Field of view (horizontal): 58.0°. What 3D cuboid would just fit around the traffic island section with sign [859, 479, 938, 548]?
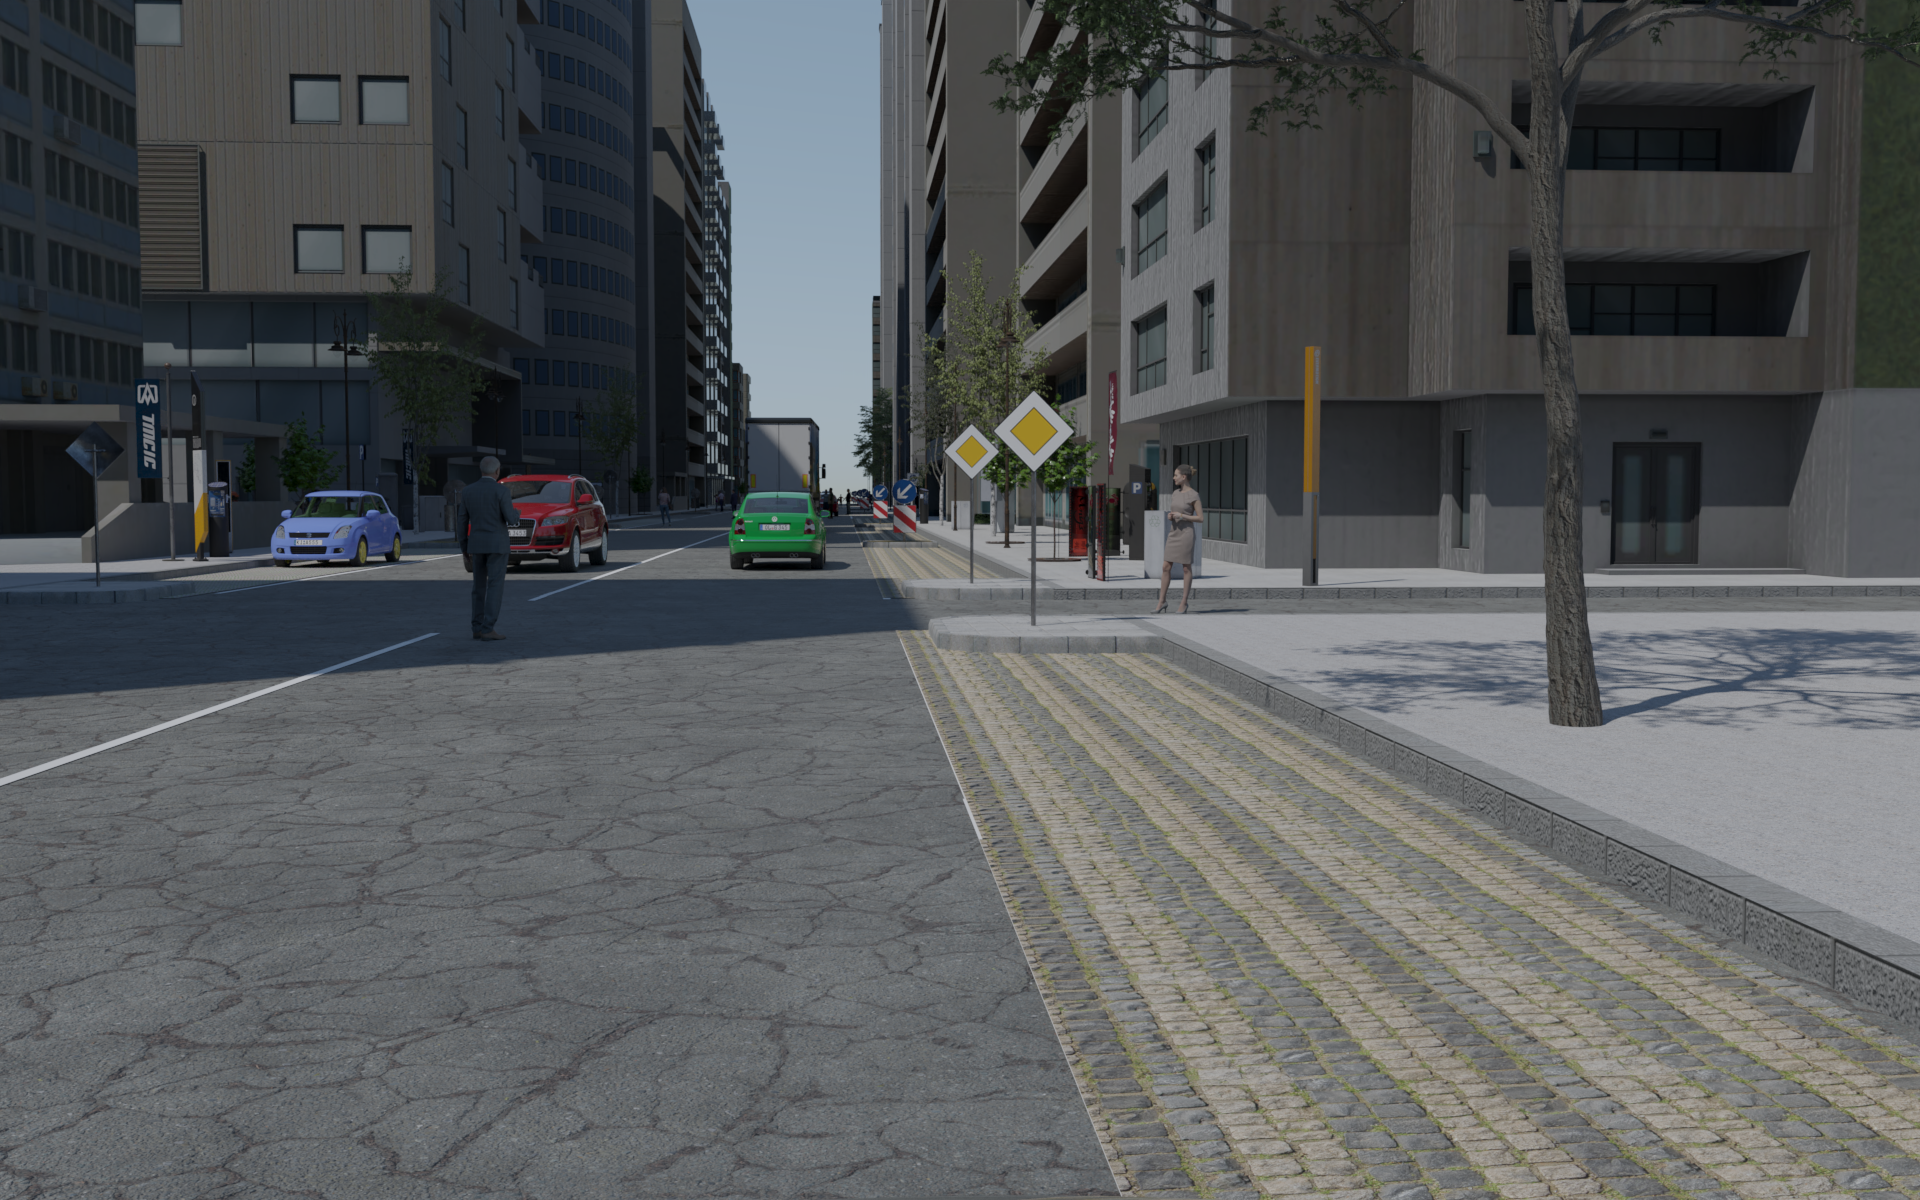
[{"bbox_3d":[-1.633,-2.329,46.702,1.989,1.847,2.006,0,4,-4],"label":"traffic island section with sign"}]

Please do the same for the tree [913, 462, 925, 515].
[{"bbox_3d":[-2.326,-6.690,103.988,1.663,3.219,1.824,0,3,0],"label":"tree"}]

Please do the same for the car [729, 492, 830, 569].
[{"bbox_3d":[-3.562,-1.561,34.324,1.959,1.807,4.718,0,4,-3],"label":"car"}]

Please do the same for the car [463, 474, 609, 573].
[{"bbox_3d":[-8.094,-1.510,33.358,2.281,1.827,5.304,0,4,-2],"label":"car"}]

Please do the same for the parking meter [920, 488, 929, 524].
[{"bbox_3d":[-1.542,-4.037,74.416,0.372,1.533,0.369,0,3,0],"label":"parking meter"}]

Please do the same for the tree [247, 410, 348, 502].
[{"bbox_3d":[-15.112,-2.764,39.794,1.663,3.219,1.824,0,3,0],"label":"tree"}]

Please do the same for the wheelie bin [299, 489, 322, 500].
[{"bbox_3d":[-23.304,-3.324,62.259,0.693,1.594,0.980,-3,5,-41],"label":"wheelie bin"}]

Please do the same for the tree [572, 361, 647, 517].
[{"bbox_3d":[-19.202,-8.927,96.325,4.737,8.622,4.395,0,3,0],"label":"tree"}]

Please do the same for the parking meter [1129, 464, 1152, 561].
[{"bbox_3d":[3.486,-1.697,33.464,0.399,1.863,0.255,2,4,34],"label":"parking meter"}]

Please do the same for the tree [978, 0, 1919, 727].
[{"bbox_3d":[3.149,-4.594,9.533,7.601,10.594,8.767,2,4,31],"label":"tree"}]

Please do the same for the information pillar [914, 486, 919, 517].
[{"bbox_3d":[-2.448,-5.666,97.125,0.304,2.012,0.304,-1,4,-12],"label":"information pillar"}]

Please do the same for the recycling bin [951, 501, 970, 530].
[{"bbox_3d":[0.103,-3.078,62.886,0.722,1.027,0.722,1,4,11],"label":"recycling bin"}]

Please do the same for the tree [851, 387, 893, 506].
[{"bbox_3d":[-7.720,-16.245,183.728,7.486,12.596,7.792,0,3,0],"label":"tree"}]

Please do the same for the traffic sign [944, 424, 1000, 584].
[{"bbox_3d":[0.166,-1.292,24.773,0.795,2.450,0.064,0,4,-4],"label":"traffic sign"}]

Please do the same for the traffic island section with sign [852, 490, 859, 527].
[{"bbox_3d":[-3.550,-4.028,74.490,1.989,1.847,2.006,0,4,-4],"label":"traffic island section with sign"}]

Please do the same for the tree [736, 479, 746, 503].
[{"bbox_3d":[-28.105,-14.121,225.479,1.663,3.219,1.824,0,3,0],"label":"tree"}]

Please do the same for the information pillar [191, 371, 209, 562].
[{"bbox_3d":[-14.413,-2.537,32.830,0.183,3.616,0.504,-3,5,-42],"label":"information pillar"}]

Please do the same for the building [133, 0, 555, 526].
[{"bbox_3d":[-33.573,-29.692,74.697,28.713,52.752,27.495,0,4,-4],"label":"building"}]

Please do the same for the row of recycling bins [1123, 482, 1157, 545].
[{"bbox_3d":[5.872,-2.240,43.730,3.534,1.692,1.069,0,4,-1],"label":"row of recycling bins"}]

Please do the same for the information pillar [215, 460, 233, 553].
[{"bbox_3d":[-15.904,-2.015,37.438,0.304,2.012,0.304,-1,4,-23],"label":"information pillar"}]

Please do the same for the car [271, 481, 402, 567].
[{"bbox_3d":[-12.562,-1.552,34.959,1.945,1.707,3.694,0,4,-2],"label":"car"}]

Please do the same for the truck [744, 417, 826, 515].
[{"bbox_3d":[-6.890,-4.894,68.933,2.839,4.237,11.283,0,4,-3],"label":"truck"}]

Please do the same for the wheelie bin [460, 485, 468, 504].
[{"bbox_3d":[-16.933,-3.195,60.149,0.980,1.594,0.693,2,4,28],"label":"wheelie bin"}]

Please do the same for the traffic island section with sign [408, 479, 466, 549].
[{"bbox_3d":[-13.510,-2.299,46.213,1.989,1.847,2.006,0,4,-4],"label":"traffic island section with sign"}]

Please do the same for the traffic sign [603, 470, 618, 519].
[{"bbox_3d":[-18.183,-5.502,90.057,0.768,2.556,0.104,0,4,5],"label":"traffic sign"}]

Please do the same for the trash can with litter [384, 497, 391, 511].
[{"bbox_3d":[-30.711,-5.001,93.151,1.055,1.170,0.624,0,4,8],"label":"trash can with litter"}]

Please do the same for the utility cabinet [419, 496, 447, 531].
[{"bbox_3d":[-18.320,-3.004,60.277,0.306,1.237,1.020,2,4,29],"label":"utility cabinet"}]

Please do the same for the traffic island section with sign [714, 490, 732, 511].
[{"bbox_3d":[-20.642,-8.658,150.180,1.989,1.847,2.006,0,4,-4],"label":"traffic island section with sign"}]

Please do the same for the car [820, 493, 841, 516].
[{"bbox_3d":[-8.833,-6.334,112.607,2.155,1.783,4.494,0,4,-6],"label":"car"}]

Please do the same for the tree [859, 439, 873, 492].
[{"bbox_3d":[-9.101,-14.703,190.754,4.360,8.622,3.978,0,3,0],"label":"tree"}]

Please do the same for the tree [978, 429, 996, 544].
[{"bbox_3d":[1.296,-3.065,44.716,1.663,3.219,1.824,0,3,0],"label":"tree"}]

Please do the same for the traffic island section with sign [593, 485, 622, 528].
[{"bbox_3d":[-15.353,-3.944,73.105,1.989,1.847,2.006,0,4,-4],"label":"traffic island section with sign"}]

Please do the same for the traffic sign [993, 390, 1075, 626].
[{"bbox_3d":[0.712,-0.805,16.807,0.795,2.450,0.064,0,4,-4],"label":"traffic sign"}]

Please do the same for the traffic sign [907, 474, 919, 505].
[{"bbox_3d":[-2.283,-5.039,84.514,0.606,2.300,0.079,0,4,5],"label":"traffic sign"}]

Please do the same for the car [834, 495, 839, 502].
[{"bbox_3d":[-11.433,-8.460,150.321,2.014,1.417,4.499,0,4,-4],"label":"car"}]

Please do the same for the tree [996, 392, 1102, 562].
[{"bbox_3d":[1.932,-2.348,32.989,1.663,3.219,1.824,0,3,0],"label":"tree"}]

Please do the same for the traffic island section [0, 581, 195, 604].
[{"bbox_3d":[-11.974,-0.107,24.026,2.009,0.180,2.903,0,4,-4],"label":"traffic island section"}]

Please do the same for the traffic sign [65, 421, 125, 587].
[{"bbox_3d":[-11.951,-1.243,23.966,0.795,2.450,0.064,0,4,-4],"label":"traffic sign"}]

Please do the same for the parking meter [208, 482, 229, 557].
[{"bbox_3d":[-15.065,-1.638,35.188,0.372,1.533,0.369,0,3,0],"label":"parking meter"}]

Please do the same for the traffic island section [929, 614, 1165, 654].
[{"bbox_3d":[0.735,0.330,16.886,2.009,0.180,2.903,0,4,-4],"label":"traffic island section"}]

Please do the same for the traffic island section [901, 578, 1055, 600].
[{"bbox_3d":[0.189,-0.157,24.852,2.009,0.180,2.903,0,4,-4],"label":"traffic island section"}]

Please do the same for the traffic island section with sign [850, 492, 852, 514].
[{"bbox_3d":[-6.974,-7.082,124.410,1.989,1.847,2.006,0,4,-4],"label":"traffic island section with sign"}]

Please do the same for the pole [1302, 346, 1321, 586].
[{"bbox_3d":[4.889,-1.849,24.071,0.158,3.312,0.155,0,3,0],"label":"pole"}]

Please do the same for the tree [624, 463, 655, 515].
[{"bbox_3d":[-19.881,-6.948,108.208,1.663,3.219,1.824,0,3,0],"label":"tree"}]

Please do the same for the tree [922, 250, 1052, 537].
[{"bbox_3d":[0.974,-6.210,51.904,4.737,8.622,4.395,0,3,0],"label":"tree"}]

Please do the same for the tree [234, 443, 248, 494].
[{"bbox_3d":[-22.905,-3.767,56.198,1.663,3.219,1.824,0,3,0],"label":"tree"}]

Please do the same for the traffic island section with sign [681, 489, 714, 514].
[{"bbox_3d":[-18.788,-7.013,123.289,1.989,1.847,2.006,0,4,-4],"label":"traffic island section with sign"}]

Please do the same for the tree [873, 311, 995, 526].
[{"bbox_3d":[-0.680,-7.325,70.133,4.360,8.622,3.978,0,3,0],"label":"tree"}]

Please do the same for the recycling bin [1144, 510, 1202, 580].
[{"bbox_3d":[3.246,-0.845,26.363,0.722,1.027,0.722,2,4,24],"label":"recycling bin"}]

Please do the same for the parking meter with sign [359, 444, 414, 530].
[{"bbox_3d":[-20.314,-3.985,61.421,1.738,3.016,0.543,-2,4,-34],"label":"parking meter with sign"}]

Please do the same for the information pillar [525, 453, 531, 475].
[{"bbox_3d":[-24.460,-6.534,98.190,0.183,3.616,0.504,1,4,16],"label":"information pillar"}]

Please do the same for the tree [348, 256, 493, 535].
[{"bbox_3d":[-16.987,-6.379,54.654,4.737,8.622,4.395,0,3,0],"label":"tree"}]
